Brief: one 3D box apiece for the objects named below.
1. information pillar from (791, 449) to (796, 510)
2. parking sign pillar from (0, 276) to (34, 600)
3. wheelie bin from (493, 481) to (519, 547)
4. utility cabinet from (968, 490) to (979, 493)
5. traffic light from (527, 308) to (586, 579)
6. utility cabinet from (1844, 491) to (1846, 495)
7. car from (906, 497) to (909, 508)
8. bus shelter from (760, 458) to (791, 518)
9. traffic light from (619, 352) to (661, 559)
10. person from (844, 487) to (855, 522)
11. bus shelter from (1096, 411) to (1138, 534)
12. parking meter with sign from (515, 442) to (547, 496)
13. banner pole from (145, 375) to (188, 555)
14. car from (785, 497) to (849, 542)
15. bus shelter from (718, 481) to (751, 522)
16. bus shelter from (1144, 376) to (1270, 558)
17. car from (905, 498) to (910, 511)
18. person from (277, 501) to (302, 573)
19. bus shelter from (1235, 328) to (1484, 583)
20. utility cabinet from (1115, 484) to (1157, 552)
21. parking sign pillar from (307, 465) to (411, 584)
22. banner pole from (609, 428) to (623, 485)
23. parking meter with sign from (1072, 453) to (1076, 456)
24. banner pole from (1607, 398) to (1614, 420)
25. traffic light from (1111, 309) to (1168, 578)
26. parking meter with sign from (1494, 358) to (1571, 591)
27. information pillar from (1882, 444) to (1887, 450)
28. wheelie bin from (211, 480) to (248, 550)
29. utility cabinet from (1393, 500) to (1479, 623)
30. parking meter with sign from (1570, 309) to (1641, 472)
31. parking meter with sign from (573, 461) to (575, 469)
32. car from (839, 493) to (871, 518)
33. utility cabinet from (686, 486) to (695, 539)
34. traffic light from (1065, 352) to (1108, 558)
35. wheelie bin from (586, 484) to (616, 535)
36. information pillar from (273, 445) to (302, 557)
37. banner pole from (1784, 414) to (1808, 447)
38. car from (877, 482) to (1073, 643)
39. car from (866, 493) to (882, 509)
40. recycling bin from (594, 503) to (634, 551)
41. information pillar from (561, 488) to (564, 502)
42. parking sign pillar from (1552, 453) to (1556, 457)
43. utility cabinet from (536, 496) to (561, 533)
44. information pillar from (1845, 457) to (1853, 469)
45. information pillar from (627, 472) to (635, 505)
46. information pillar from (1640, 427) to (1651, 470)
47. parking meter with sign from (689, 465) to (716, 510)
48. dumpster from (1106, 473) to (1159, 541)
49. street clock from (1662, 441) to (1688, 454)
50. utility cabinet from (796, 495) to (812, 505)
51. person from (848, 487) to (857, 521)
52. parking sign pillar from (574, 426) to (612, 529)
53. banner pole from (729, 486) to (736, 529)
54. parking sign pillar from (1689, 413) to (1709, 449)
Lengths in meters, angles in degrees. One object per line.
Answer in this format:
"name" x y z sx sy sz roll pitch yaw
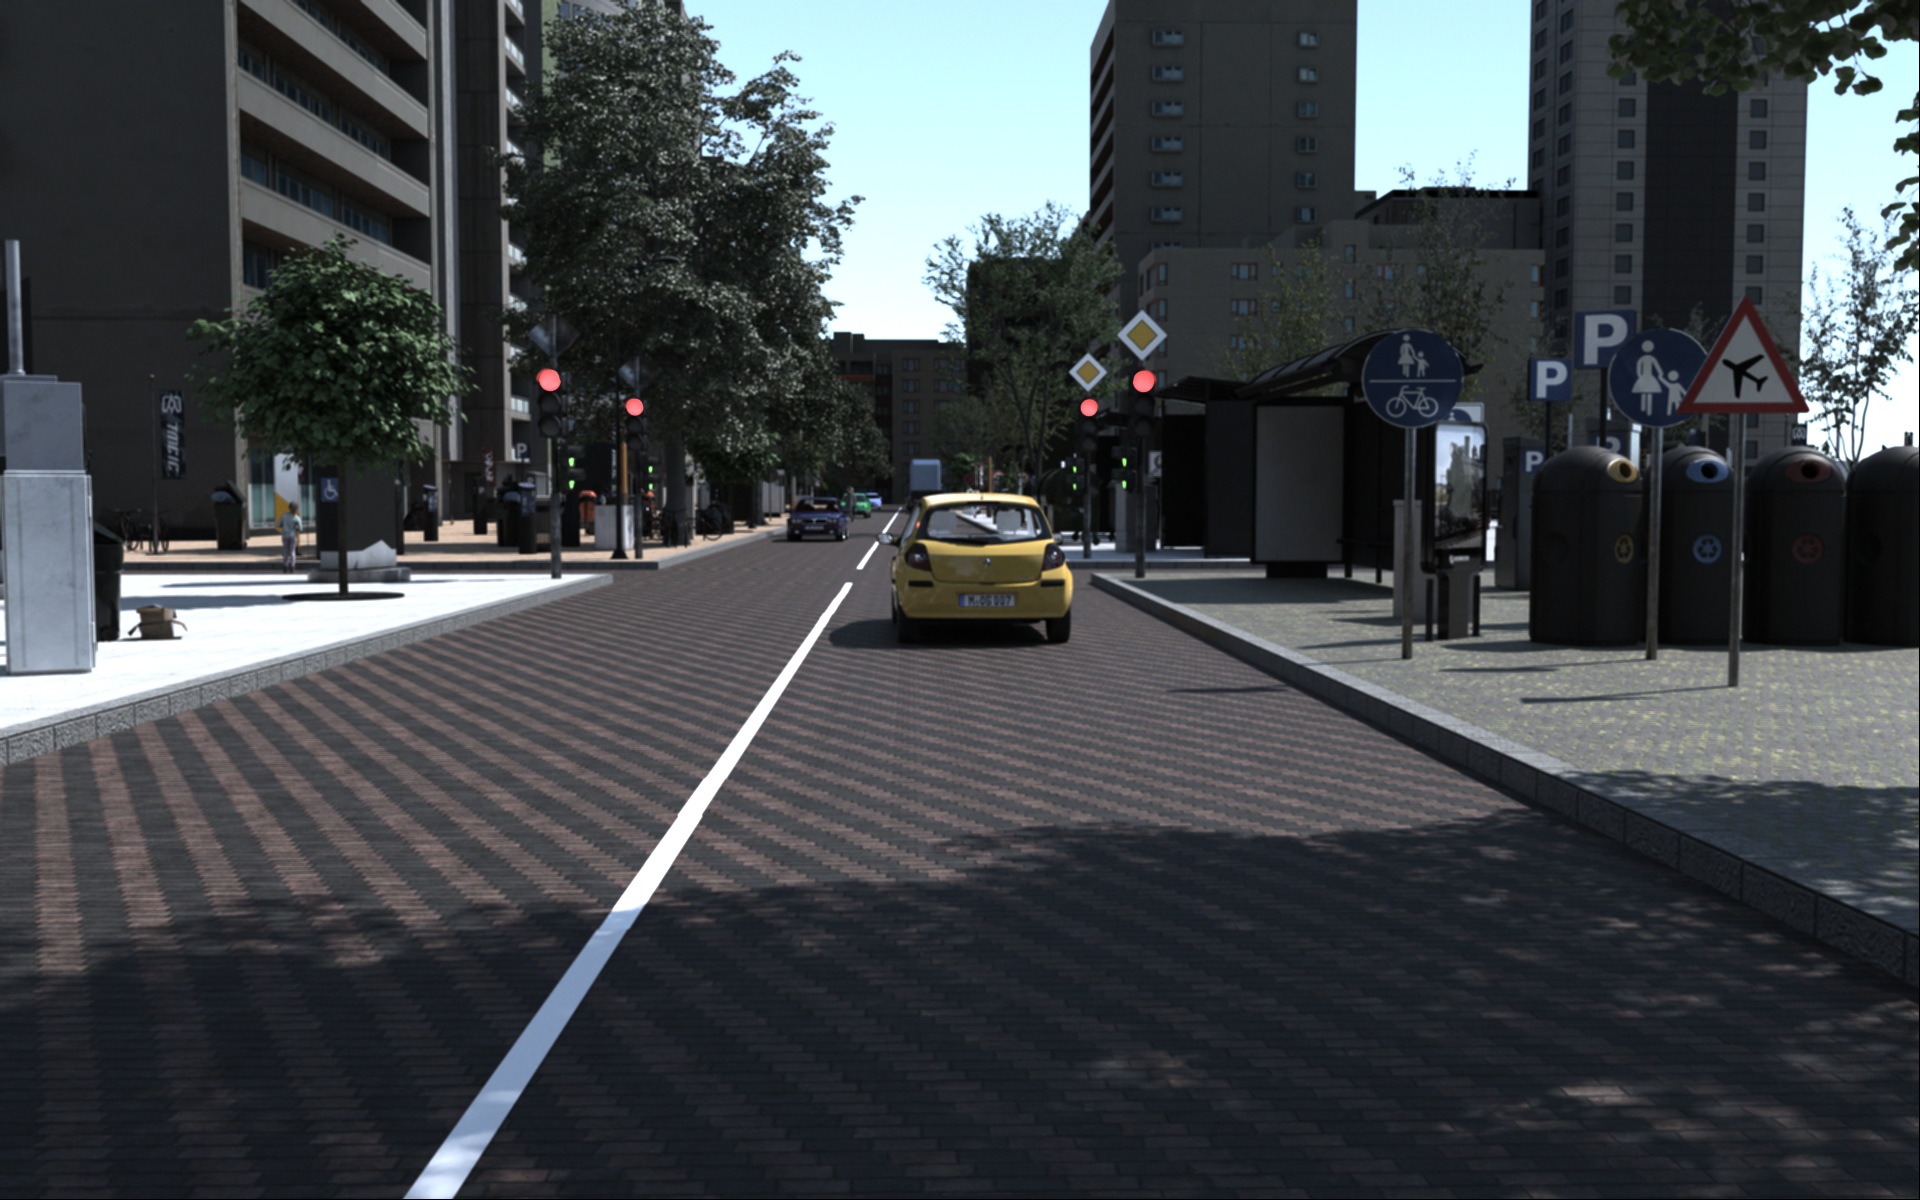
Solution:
"information pillar" -7.916 -5.569 82.399 0.183 3.616 0.504 -1 4 -21
"parking sign pillar" -12.122 -2.010 21.329 1.447 3.967 1.447 -2 4 -30
"wheelie bin" -10.924 -2.096 42.170 0.980 1.594 0.693 3 5 42
"utility cabinet" 0.804 -5.830 104.000 0.318 1.500 1.173 1 4 21
"traffic light" -6.112 -2.279 26.184 0.839 4.253 0.868 0 4 -2
"utility cabinet" 19.017 -1.741 37.138 1.173 1.500 0.318 3 4 37
"car" -4.683 -10.295 180.677 2.083 1.381 4.827 0 4 -3
"bus shelter" -10.372 -6.307 97.045 2.014 3.302 5.546 0 4 -1
"traffic light" -6.341 -2.767 34.165 0.839 4.253 0.868 0 4 -2
"person" -5.780 -4.951 89.551 0.767 1.812 0.694 -1 4 -15
"bus shelter" 4.912 -3.723 52.146 1.731 3.624 6.357 0 4 -2
"parking meter with sign" -14.462 -3.851 59.224 0.543 3.016 1.738 1 4 20
"banner pole" -16.742 -2.842 36.491 0.863 3.779 0.401 -2 4 -31
"car" -4.380 -2.503 53.503 1.945 1.354 3.894 0 4 -1
"bus shelter" -10.252 -5.530 81.698 1.731 3.624 6.357 0 4 -2
"bus shelter" 5.303 -2.831 37.567 1.731 3.624 6.357 0 4 -2
"car" -3.705 -8.502 150.802 2.131 1.459 4.920 0 4 -2
"person" -12.169 -1.141 31.441 0.425 1.301 0.394 -1 4 -23
"bus shelter" 5.312 -1.838 23.977 2.014 3.302 5.546 0 4 -2
"utility cabinet" 3.894 -1.806 38.204 0.318 1.500 1.173 3 5 40
"parking sign pillar" -8.853 -2.260 25.417 1.447 3.967 1.447 1 4 15
"banner pole" -11.468 -4.166 58.128 0.401 3.779 0.863 3 4 37
"parking meter with sign" 5.656 -4.725 73.520 1.738 3.016 0.543 1 4 10
"banner pole" 16.685 -3.334 44.529 0.401 3.779 0.863 2 4 31
"traffic light" 2.745 -2.296 26.453 0.839 4.253 0.868 0 4 -2
"parking meter with sign" 7.580 -1.645 23.150 0.543 3.016 1.738 0 3 0
"information pillar" 43.124 -5.463 80.670 0.183 3.616 0.504 -2 4 -34
"wheelie bin" -16.740 -1.944 39.692 0.693 1.594 0.980 -1 4 -13
"utility cabinet" 4.861 -0.399 17.685 0.306 1.237 1.020 -2 4 -24
"parking meter with sign" 6.534 -1.285 17.268 0.543 3.016 1.738 2 4 29
"parking meter with sign" -20.372 -5.715 89.696 0.543 3.016 1.738 0 4 4
"car" -6.306 -5.809 103.766 1.959 1.807 4.718 0 3 0
"utility cabinet" -7.741 -2.490 49.384 0.318 1.500 1.173 0 4 -6
"traffic light" 2.516 -2.784 34.434 0.839 4.253 0.868 0 4 -2
"wheelie bin" -11.238 -2.816 53.951 0.980 1.594 0.693 3 5 42
"information pillar" -13.817 -2.702 35.528 0.504 3.616 0.183 -3 5 -44
"banner pole" 26.044 -3.923 54.163 0.863 3.779 0.401 1 4 10
"car" 0.141 -0.484 18.141 2.015 1.641 3.980 0 4 -3
"car" -8.388 -9.482 164.615 1.945 1.707 3.694 0 3 0
"recycling bin" -7.852 -1.638 39.336 0.722 1.027 0.722 0 4 7
"information pillar" -16.765 -4.232 73.691 0.304 2.012 0.304 1 4 14
"parking sign pillar" 36.250 -7.181 105.881 1.447 3.967 1.447 0 4 8
"utility cabinet" -13.563 -2.782 56.642 1.020 1.237 0.306 -1 4 -18
"information pillar" 54.098 -6.977 105.433 0.504 3.616 0.183 3 4 37
"information pillar" -10.746 -3.216 57.073 0.304 2.012 0.304 -2 4 -34
"information pillar" 14.246 -2.713 35.720 0.183 3.616 0.504 1 4 9
"parking meter with sign" -15.724 -6.727 106.253 1.738 3.016 0.543 -3 5 -45
"dumpster" 4.675 -2.508 46.758 1.264 1.857 1.865 0 4 -2
"street clock" 9.870 -1.186 23.954 0.471 2.002 0.358 -3 5 -41
"utility cabinet" -8.222 -4.823 90.018 1.020 1.237 0.306 0 4 -6
"person" -5.819 -5.062 91.454 0.709 1.800 0.728 1 4 22
"parking sign pillar" -13.649 -4.646 64.434 1.447 3.967 1.447 -2 4 -25
"banner pole" -8.558 -4.554 64.471 0.401 3.779 0.863 0 4 -8
"parking sign pillar" 21.833 -3.835 51.180 1.447 3.967 1.447 2 4 26
